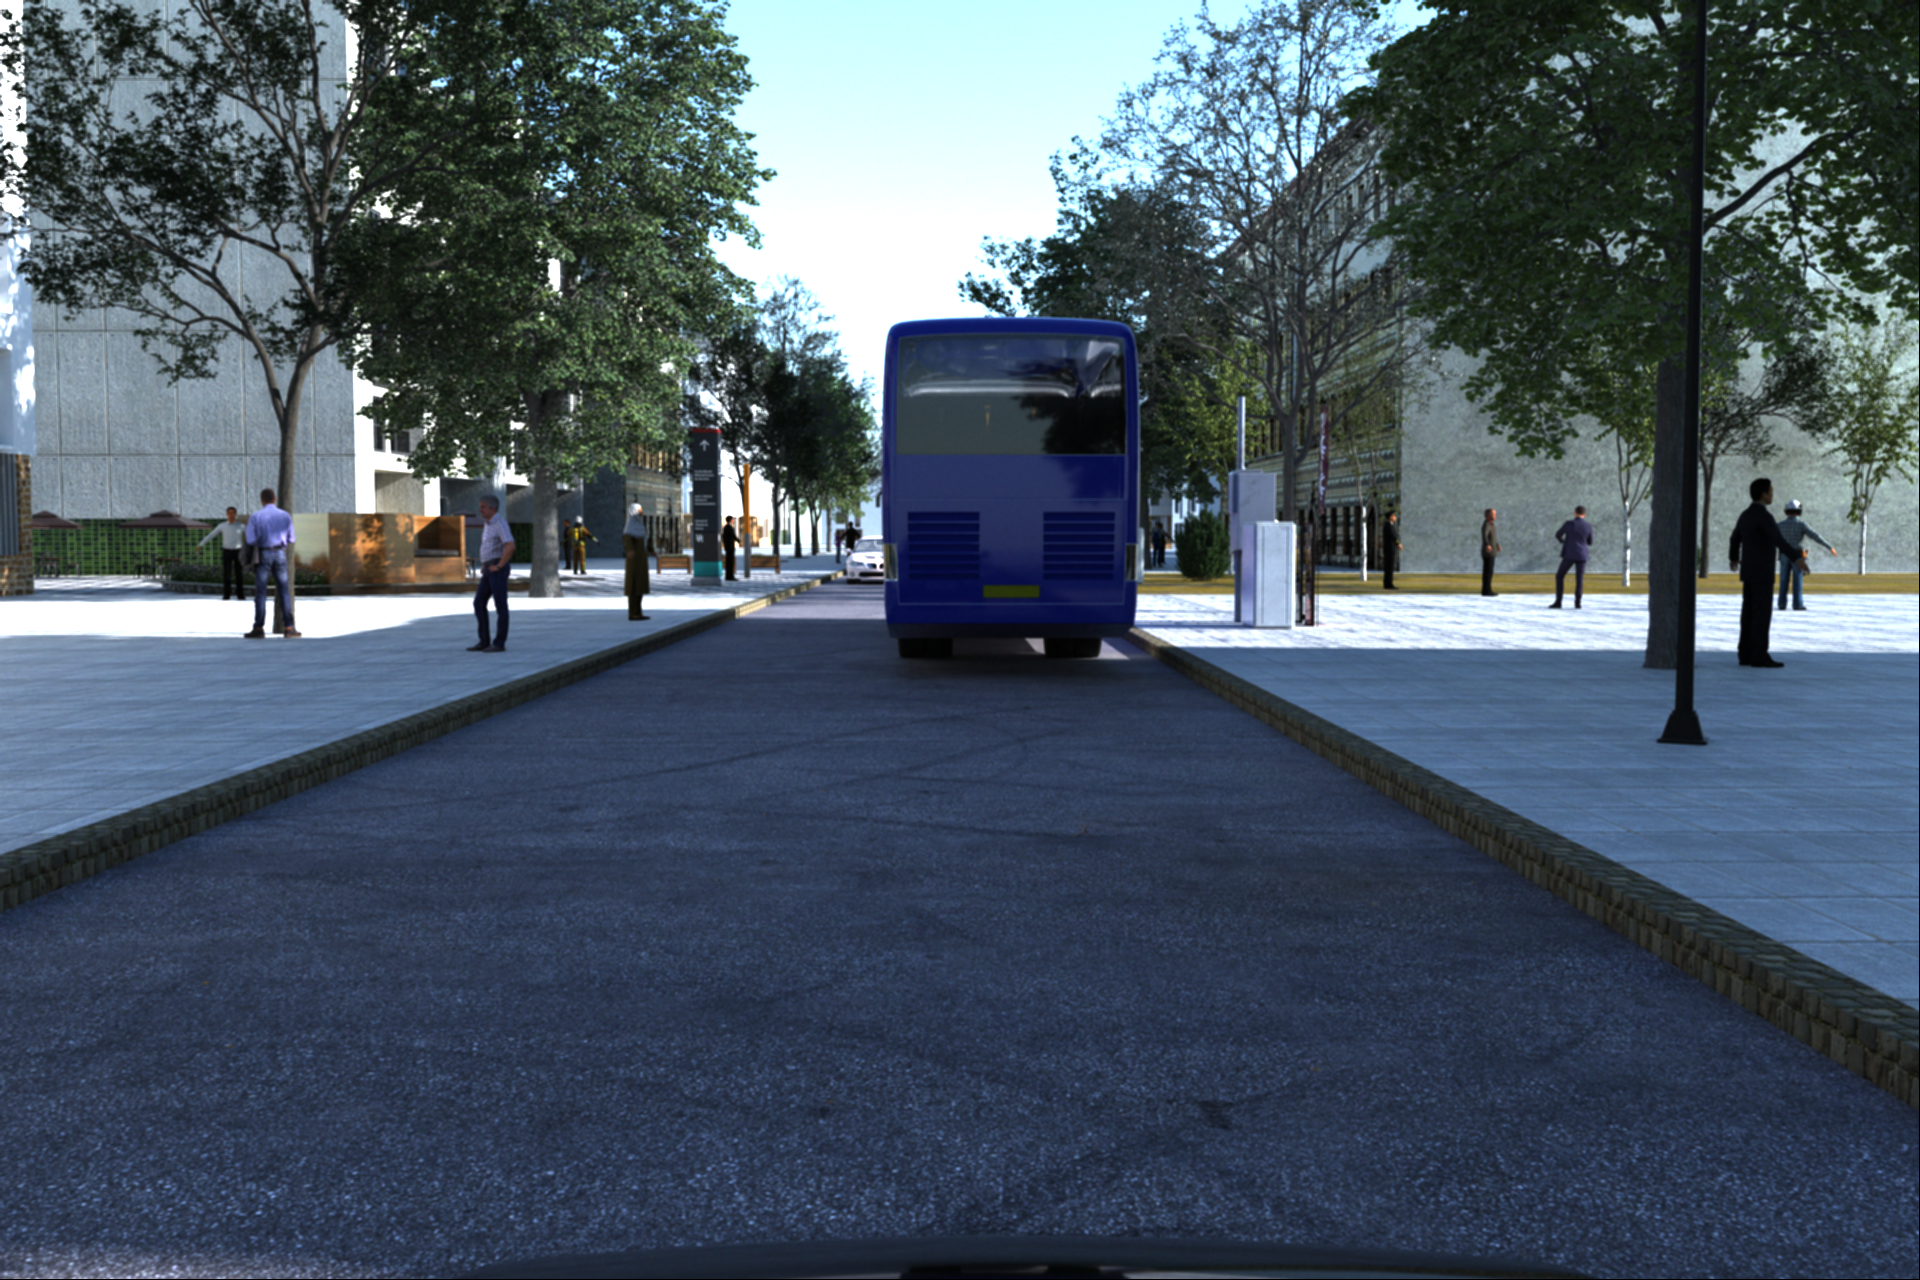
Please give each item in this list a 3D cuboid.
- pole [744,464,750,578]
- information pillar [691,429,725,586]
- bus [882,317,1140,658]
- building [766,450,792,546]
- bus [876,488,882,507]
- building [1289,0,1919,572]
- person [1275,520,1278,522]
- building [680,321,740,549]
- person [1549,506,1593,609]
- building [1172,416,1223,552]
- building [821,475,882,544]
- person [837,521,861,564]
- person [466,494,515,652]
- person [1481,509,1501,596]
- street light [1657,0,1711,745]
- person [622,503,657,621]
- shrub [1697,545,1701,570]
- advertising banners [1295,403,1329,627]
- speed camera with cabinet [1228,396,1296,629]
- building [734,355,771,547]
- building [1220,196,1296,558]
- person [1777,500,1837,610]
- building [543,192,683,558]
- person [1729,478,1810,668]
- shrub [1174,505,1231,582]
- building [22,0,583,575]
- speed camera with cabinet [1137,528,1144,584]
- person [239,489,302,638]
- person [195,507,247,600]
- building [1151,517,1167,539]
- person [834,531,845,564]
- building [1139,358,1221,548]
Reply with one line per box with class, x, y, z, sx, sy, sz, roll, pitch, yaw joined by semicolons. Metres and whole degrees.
pole;-6.189;-3.453;50.294;0.158;3.312;0.155;0;3;0
information pillar;-6.256;-3.273;42.891;0.750;3.857;0.750;0;4;0
bus;0.419;-1.918;22.913;2.896;3.916;12.251;0;4;-1
building;-29.336;-20.583;202.987;16.747;18.905;31.486;0;4;-1
bus;-1.479;-4.501;65.139;2.896;3.916;12.251;0;4;-1
building;23.894;-14.409;66.510;19.493;23.208;18.063;0;3;0
person;5.021;-1.362;28.354;0.704;1.819;1.344;3;5;41
building;-26.187;-18.252;154.846;16.016;20.090;11.380;0;4;-1
person;10.572;-1.436;29.974;0.683;1.767;0.568;0;4;5
building;20.272;-10.559;114.784;9.099;9.664;28.070;0;4;0
building;-4.098;-17.585;232.113;28.070;9.664;9.099;0;4;7
person;-4.625;-4.091;73.027;0.704;1.812;1.346;3;5;44
person;-5.111;-0.724;18.826;0.436;1.711;0.756;-2;4;-27
person;10.991;-1.817;35.891;0.705;1.807;1.348;2;4;26
street light;5.010;-2.322;10.513;1.470;5.913;1.316;0;4;-1
person;-4.749;-1.165;25.823;0.721;1.736;1.217;0;4;6
shrub;22.614;-2.623;54.002;1.383;1.207;1.383;0;3;0
advertising banners;4.903;-1.716;24.239;0.090;3.025;2.074;0;4;-1
speed camera with cabinet;4.242;-1.834;24.325;0.660;3.252;2.038;0;4;-1
building;-25.185;-19.297;171.927;16.016;20.090;11.380;0;4;1
building;23.836;-15.637;86.598;19.493;23.208;18.063;0;4;-1
person;14.067;-1.432;29.255;1.345;1.849;0.704;3;5;45
building;-26.991;-16.490;100.542;19.493;23.208;18.063;0;4;0
person;7.768;-0.657;16.789;0.704;1.823;1.345;0;4;-4
shrub;6.596;-2.625;46.965;1.661;2.075;1.752;0;3;0
building;-26.941;-12.378;68.830;16.747;18.905;31.486;0;4;0
speed camera with cabinet;4.461;-3.137;45.633;0.660;3.252;2.038;0;4;0
person;-8.563;-0.951;21.459;0.709;1.838;0.599;-2;4;-34
person;-14.193;-1.691;33.800;1.344;1.810;0.704;-2;4;-24
building;23.172;-14.846;184.885;9.099;9.664;28.070;0;4;-1
person;-5.245;-4.050;75.477;0.599;1.433;0.991;1;4;20
building;21.816;-18.958;166.389;16.016;20.090;11.380;0;3;0
